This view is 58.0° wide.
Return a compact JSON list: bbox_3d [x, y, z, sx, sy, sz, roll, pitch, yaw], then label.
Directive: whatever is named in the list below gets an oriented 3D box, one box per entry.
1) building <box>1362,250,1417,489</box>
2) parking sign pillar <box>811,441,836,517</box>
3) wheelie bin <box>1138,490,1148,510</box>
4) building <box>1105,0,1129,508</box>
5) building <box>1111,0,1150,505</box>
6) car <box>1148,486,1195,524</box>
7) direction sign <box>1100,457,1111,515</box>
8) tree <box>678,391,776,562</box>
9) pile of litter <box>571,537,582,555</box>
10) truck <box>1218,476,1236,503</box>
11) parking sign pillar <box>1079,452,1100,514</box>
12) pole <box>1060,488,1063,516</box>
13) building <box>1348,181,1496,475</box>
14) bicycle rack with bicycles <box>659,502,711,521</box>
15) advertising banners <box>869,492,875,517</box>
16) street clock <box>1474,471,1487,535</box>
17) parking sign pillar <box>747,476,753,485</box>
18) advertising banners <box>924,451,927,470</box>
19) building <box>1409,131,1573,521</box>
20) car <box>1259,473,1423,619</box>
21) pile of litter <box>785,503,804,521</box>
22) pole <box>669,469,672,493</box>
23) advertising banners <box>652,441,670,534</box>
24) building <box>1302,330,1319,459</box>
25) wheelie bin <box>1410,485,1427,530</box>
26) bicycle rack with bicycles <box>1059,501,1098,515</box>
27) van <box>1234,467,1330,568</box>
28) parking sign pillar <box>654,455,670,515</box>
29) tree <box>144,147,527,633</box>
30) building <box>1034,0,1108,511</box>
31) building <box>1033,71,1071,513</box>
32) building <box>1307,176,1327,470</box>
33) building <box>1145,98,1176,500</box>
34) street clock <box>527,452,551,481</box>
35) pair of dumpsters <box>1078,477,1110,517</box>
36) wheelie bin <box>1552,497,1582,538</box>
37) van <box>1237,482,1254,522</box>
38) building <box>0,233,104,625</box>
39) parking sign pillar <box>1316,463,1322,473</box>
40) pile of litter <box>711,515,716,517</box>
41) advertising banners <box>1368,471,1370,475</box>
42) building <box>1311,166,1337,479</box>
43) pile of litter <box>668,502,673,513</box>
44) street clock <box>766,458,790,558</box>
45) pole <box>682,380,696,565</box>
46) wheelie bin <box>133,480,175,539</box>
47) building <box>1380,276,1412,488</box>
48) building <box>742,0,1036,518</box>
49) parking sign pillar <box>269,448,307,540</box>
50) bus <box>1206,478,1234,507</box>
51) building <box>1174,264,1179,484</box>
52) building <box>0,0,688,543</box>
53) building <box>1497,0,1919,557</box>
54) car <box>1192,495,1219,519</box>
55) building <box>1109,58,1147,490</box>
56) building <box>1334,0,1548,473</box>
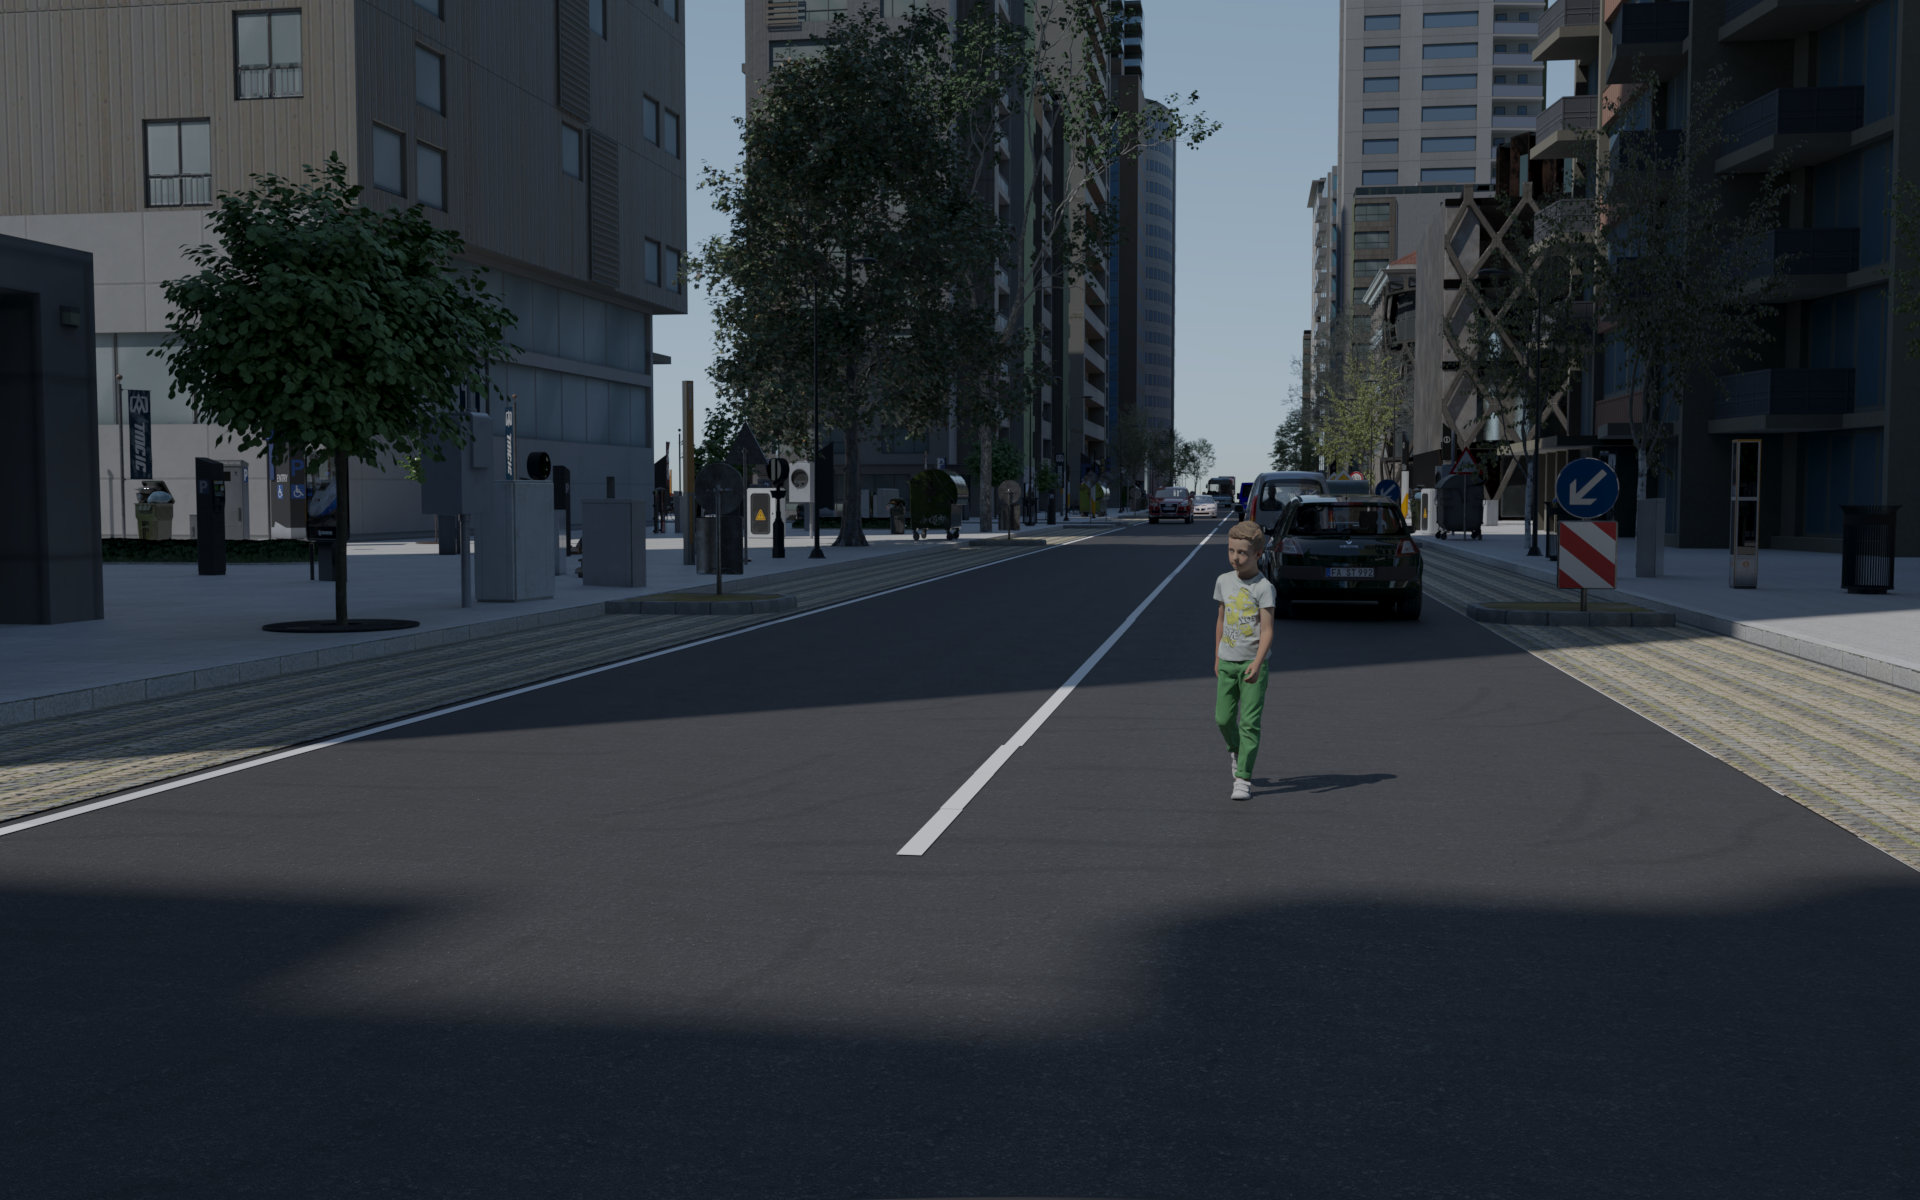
[{"bbox_3d":[38.912,-18.552,139.475,11.583,22.565,21.152,1,4,9],"label":"building"},{"bbox_3d":[-7.039,-6.092,88.070,1.447,3.967,1.447,0,4,8],"label":"parking sign pillar"},{"bbox_3d":[14.561,-7.973,138.269,0.980,1.594,0.693,0,4,-3],"label":"wheelie bin"},{"bbox_3d":[6.013,-44.496,165.768,20.563,71.187,20.611,1,4,9],"label":"building"},{"bbox_3d":[11.783,-54.566,204.821,22.319,86.520,31.000,1,4,9],"label":"building"},{"bbox_3d":[10.363,-4.652,84.740,2.281,1.827,5.304,1,4,10],"label":"car"},{"bbox_3d":[8.803,-6.911,104.993,0.379,3.537,0.876,-3,4,-39],"label":"direction sign"},{"bbox_3d":[-4.607,-2.339,32.844,1.663,3.219,1.824,0,3,0],"label":"tree"},{"bbox_3d":[-7.902,-1.400,36.850,1.176,0.858,1.719,-3,4,-38],"label":"pile of litter"},{"bbox_3d":[42.085,-17.401,273.411,2.839,4.237,11.283,1,4,11],"label":"truck"},{"bbox_3d":[8.306,-7.454,110.338,1.447,3.967,1.447,1,4,9],"label":"parking sign pillar"},{"bbox_3d":[5.907,-6.531,100.631,0.158,3.312,0.155,0,3,0],"label":"pole"},{"bbox_3d":[44.034,-24.006,164.194,14.160,30.474,14.107,1,4,9],"label":"building"},{"bbox_3d":[-12.993,-4.331,84.193,2.925,0.926,2.852,3,5,44],"label":"bicycle rack with bicycles"},{"bbox_3d":[-4.912,-5.707,89.493,0.090,3.025,2.074,2,4,27],"label":"advertising banners"},{"bbox_3d":[15.983,-2.987,53.407,0.471,2.002,0.358,2,4,26],"label":"street clock"},{"bbox_3d":[-14.138,-8.072,120.441,1.447,3.967,1.447,-1,4,-22],"label":"parking sign pillar"},{"bbox_3d":[-1.536,-4.517,70.049,0.090,3.025,2.074,1,4,11],"label":"advertising banners"},{"bbox_3d":[32.267,-13.431,87.050,16.811,18.784,16.820,1,4,9],"label":"building"},{"bbox_3d":[4.630,-0.703,21.276,2.009,1.686,4.222,1,4,8],"label":"car"},{"bbox_3d":[-7.904,-4.233,83.175,1.176,0.858,1.719,1,4,18],"label":"pile of litter"},{"bbox_3d":[-23.892,-9.126,143.048,0.158,3.312,0.155,0,3,0],"label":"pole"},{"bbox_3d":[-9.770,-3.709,56.824,0.090,3.025,2.074,0,4,6],"label":"advertising banners"},{"bbox_3d":[66.543,-32.390,301.283,14.160,30.474,14.107,1,4,9],"label":"building"},{"bbox_3d":[16.324,-3.266,61.311,0.693,1.594,0.980,-1,4,-8],"label":"wheelie bin"},{"bbox_3d":[7.633,-5.776,107.815,2.925,0.926,2.852,0,4,-2],"label":"bicycle rack with bicycles"},{"bbox_3d":[6.329,-1.622,33.530,2.013,2.044,4.112,0,4,8],"label":"van"},{"bbox_3d":[-20.205,-7.836,116.594,1.447,3.967,1.447,1,4,18],"label":"parking sign pillar"},{"bbox_3d":[-5.893,-2.003,16.466,4.285,4.588,4.351,0,3,0],"label":"tree"},{"bbox_3d":[0.793,-31.900,145.266,21.300,48.544,21.600,1,4,9],"label":"building"},{"bbox_3d":[-0.065,-21.290,119.799,14.160,30.474,14.107,1,4,9],"label":"building"},{"bbox_3d":[70.637,-42.180,278.874,28.713,52.752,27.495,1,4,9],"label":"building"},{"bbox_3d":[20.564,-43.628,255.312,21.231,58.520,28.212,1,4,9],"label":"building"},{"bbox_3d":[-7.223,-1.540,29.755,0.358,2.002,0.471,1,4,13],"label":"street clock"},{"bbox_3d":[7.498,-5.807,97.444,1.574,2.255,4.437,1,4,10],"label":"pair of dumpsters"},{"bbox_3d":[14.407,-2.007,40.726,0.980,1.594,0.693,2,4,25],"label":"wheelie bin"},{"bbox_3d":[15.674,-5.316,91.298,2.240,2.365,5.245,1,4,10],"label":"van"},{"bbox_3d":[-19.588,-35.141,12.810,20.563,71.187,20.611,1,4,9],"label":"building"},{"bbox_3d":[30.829,-9.812,148.903,1.447,3.967,1.447,1,4,11],"label":"parking sign pillar"},{"bbox_3d":[-12.188,-4.638,89.796,1.719,0.858,1.176,2,4,24],"label":"pile of litter"},{"bbox_3d":[30.385,-8.150,129.434,0.090,3.025,2.074,2,4,26],"label":"advertising banners"},{"bbox_3d":[62.774,-38.616,250.975,23.786,49.044,30.456,1,4,9],"label":"building"},{"bbox_3d":[-19.100,-6.144,114.415,1.176,0.858,1.719,-3,4,-38],"label":"pile of litter"},{"bbox_3d":[-3.636,-1.841,34.665,0.358,2.002,0.471,-3,5,-44],"label":"street clock"},{"bbox_3d":[-4.887,-2.284,31.189,0.158,3.312,0.155,0,3,0],"label":"pole"},{"bbox_3d":[-18.691,-1.976,40.209,0.980,1.594,0.693,1,4,18],"label":"wheelie bin"},{"bbox_3d":[37.898,-15.480,120.553,16.820,18.784,16.811,1,4,9],"label":"building"},{"bbox_3d":[-3.548,-25.327,97.691,14.154,41.232,14.086,1,4,9],"label":"building"},{"bbox_3d":[-16.548,-3.313,42.632,1.447,3.967,1.447,-3,5,-41],"label":"parking sign pillar"},{"bbox_3d":[28.392,-11.896,189.353,2.948,3.499,13.247,1,4,9],"label":"bus"},{"bbox_3d":[23.990,-40.711,285.224,23.786,49.044,30.456,1,4,9],"label":"building"},{"bbox_3d":[-26.144,-28.733,59.019,27.495,52.752,28.713,1,4,9],"label":"building"},{"bbox_3d":[27.788,-23.940,46.043,22.147,44.769,28.867,1,4,9],"label":"building"},{"bbox_3d":[14.323,-5.534,102.840,2.083,1.381,4.827,1,4,9],"label":"car"},{"bbox_3d":[12.275,-32.600,183.128,14.600,45.320,14.200,1,4,9],"label":"building"},{"bbox_3d":[50.671,-39.253,183.790,21.231,58.520,28.212,1,4,9],"label":"building"}]
